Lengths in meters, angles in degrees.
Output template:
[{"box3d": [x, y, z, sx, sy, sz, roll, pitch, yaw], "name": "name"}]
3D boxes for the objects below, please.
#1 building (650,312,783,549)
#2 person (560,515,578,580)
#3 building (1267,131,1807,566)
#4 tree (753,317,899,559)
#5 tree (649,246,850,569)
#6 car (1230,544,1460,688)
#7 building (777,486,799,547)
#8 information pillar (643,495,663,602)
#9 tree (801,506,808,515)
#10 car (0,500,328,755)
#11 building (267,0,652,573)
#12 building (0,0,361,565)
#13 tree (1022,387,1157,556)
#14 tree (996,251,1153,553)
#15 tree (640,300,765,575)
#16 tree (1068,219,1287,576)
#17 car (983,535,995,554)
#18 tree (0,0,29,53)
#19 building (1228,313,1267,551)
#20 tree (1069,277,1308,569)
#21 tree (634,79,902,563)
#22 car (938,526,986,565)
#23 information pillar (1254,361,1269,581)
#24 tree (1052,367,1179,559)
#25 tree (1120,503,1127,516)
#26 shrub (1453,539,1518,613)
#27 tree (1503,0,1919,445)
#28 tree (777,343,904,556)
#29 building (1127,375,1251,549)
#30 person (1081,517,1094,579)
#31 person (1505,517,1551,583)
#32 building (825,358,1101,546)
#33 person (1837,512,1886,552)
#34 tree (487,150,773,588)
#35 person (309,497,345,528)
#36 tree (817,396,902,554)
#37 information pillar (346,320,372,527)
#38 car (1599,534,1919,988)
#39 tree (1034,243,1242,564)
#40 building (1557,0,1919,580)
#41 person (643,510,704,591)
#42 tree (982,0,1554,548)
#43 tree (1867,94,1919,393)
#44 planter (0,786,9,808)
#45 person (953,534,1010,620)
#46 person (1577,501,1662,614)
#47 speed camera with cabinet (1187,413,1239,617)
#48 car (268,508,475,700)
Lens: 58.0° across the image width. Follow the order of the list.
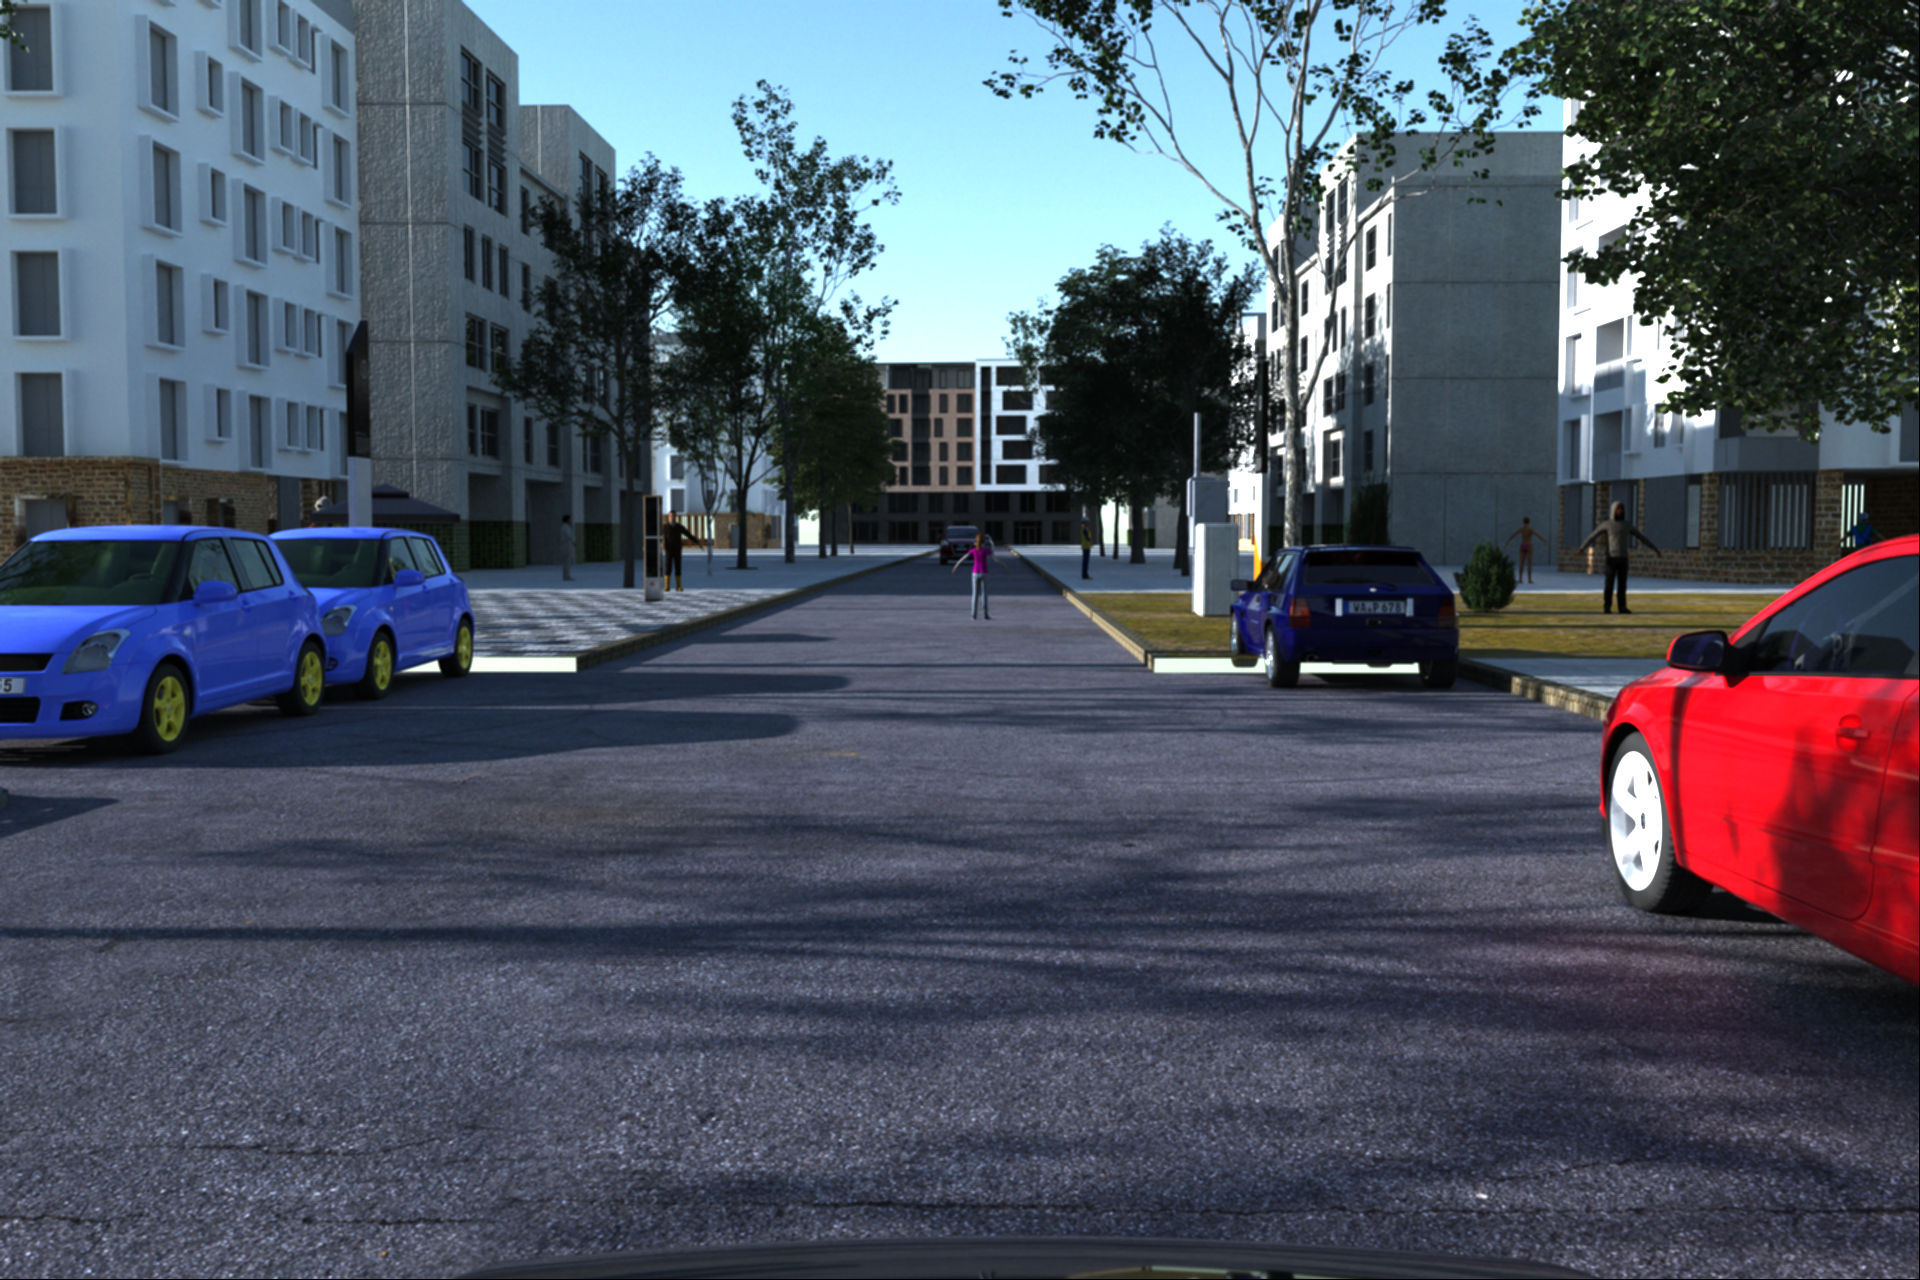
[{"box3d": [-21.773, -17.840, 148.111, 16.016, 20.090, 11.380, 0, 4, 2], "name": "building"}, {"box3d": [-10.864, -2.558, 48.012, 0.705, 1.806, 1.347, -2, 4, -25], "name": "person"}, {"box3d": [25.913, -13.359, 84.870, 16.747, 18.905, 31.486, 0, 4, 1], "name": "building"}, {"box3d": [-7.058, -10.523, 90.180, 7.486, 12.596, 7.792, 0, 3, 0], "name": "tree"}, {"box3d": [-7.889, -8.388, 62.905, 9.928, 11.665, 9.643, 0, 3, 0], "name": "tree"}, {"box3d": [3.778, -0.301, 17.501, 1.945, 1.354, 3.894, 0, 4, 1], "name": "car"}, {"box3d": [-21.429, -14.732, 183.016, 9.099, 9.664, 28.070, 0, 4, 0], "name": "building"}, {"box3d": [-5.843, -1.745, 33.026, 0.304, 2.012, 0.304, 0, 4, 3], "name": "information pillar"}, {"box3d": [-21.192, -16.774, 208.669, 7.601, 10.594, 8.767, 0, 4, 0], "name": "tree"}, {"box3d": [-5.955, -0.170, 12.375, 1.945, 1.707, 3.694, 0, 4, 1], "name": "car"}, {"box3d": [-24.439, -12.569, 71.968, 16.747, 18.905, 31.486, 0, 4, 2], "name": "building"}, {"box3d": [-24.395, -11.373, 42.361, 16.016, 20.090, 11.380, 0, 4, 2], "name": "building"}, {"box3d": [8.064, -10.087, 99.332, 8.767, 10.594, 7.601, -1, 4, -23], "name": "tree"}, {"box3d": [8.564, -16.026, 117.918, 12.611, 20.169, 13.585, 0, 3, 0], "name": "tree"}, {"box3d": [-7.719, -6.327, 53.802, 4.360, 8.622, 3.978, 0, 3, 0], "name": "tree"}, {"box3d": [6.578, -7.218, 52.431, 7.601, 10.594, 8.767, -2, 4, -31], "name": "tree"}, {"box3d": [1.256, -6.021, 110.444, 2.014, 1.417, 4.499, 0, 4, 0], "name": "car"}, {"box3d": [-11.999, -5.467, 15.136, 9.928, 11.665, 9.643, 0, 3, 0], "name": "tree"}, {"box3d": [27.755, -17.640, 144.838, 16.016, 20.090, 11.380, 0, 4, 1], "name": "building"}, {"box3d": [8.084, -7.870, 63.086, 8.767, 10.594, 7.601, -1, 4, -18], "name": "tree"}, {"box3d": [-8.560, -13.419, 75.287, 12.611, 20.169, 13.585, 0, 3, 0], "name": "tree"}, {"box3d": [0.094, -4.479, 81.910, 2.281, 1.827, 5.304, 0, 4, 1], "name": "car"}, {"box3d": [4.135, -1.982, 23.759, 0.183, 3.616, 0.504, 0, 4, -1], "name": "information pillar"}, {"box3d": [8.238, -9.396, 88.035, 7.601, 10.594, 8.767, -2, 4, -27], "name": "tree"}, {"box3d": [23.037, -16.909, 210.869, 7.601, 10.594, 8.767, 0, 4, 3], "name": "tree"}, {"box3d": [8.530, -1.038, 28.095, 1.383, 1.207, 1.383, 0, 3, 0], "name": "shrub"}, {"box3d": [9.850, -6.686, 15.973, 9.857, 13.997, 8.962, 0, 3, 0], "name": "tree"}, {"box3d": [-7.032, -11.230, 101.735, 7.486, 12.596, 7.792, 0, 3, 0], "name": "tree"}, {"box3d": [25.612, -18.277, 165.288, 16.747, 18.905, 31.486, 0, 4, 1], "name": "building"}, {"box3d": [3.646, -2.604, 49.047, 0.721, 1.772, 1.216, 0, 4, -3], "name": "person"}, {"box3d": [14.840, -2.355, 45.309, 1.217, 1.733, 0.721, 3, 4, 39], "name": "person"}, {"box3d": [1.001, -22.532, 214.832, 32.646, 21.610, 27.936, 0, 4, 6], "name": "building"}, {"box3d": [22.284, -2.238, 42.715, 0.704, 1.817, 1.347, -3, 5, -39], "name": "person"}, {"box3d": [-7.688, -6.546, 41.436, 8.767, 10.594, 7.601, 3, 5, 42], "name": "tree"}, {"box3d": [-9.814, -1.283, 26.753, 0.705, 1.858, 1.354, 2, 4, 30], "name": "person"}, {"box3d": [-7.313, -10.860, 111.981, 7.601, 10.594, 8.767, -2, 4, -32], "name": "tree"}, {"box3d": [-6.510, -1.679, 18.809, 0.183, 3.616, 0.504, 0, 4, 1], "name": "information pillar"}, {"box3d": [3.428, 0.230, 5.284, 2.155, 1.783, 4.494, 0, 4, 1], "name": "car"}, {"box3d": [7.633, -10.284, 74.805, 9.857, 13.997, 8.962, 0, 3, 0], "name": "tree"}, {"box3d": [25.302, -12.239, 56.531, 16.016, 20.090, 11.380, 0, 4, 1], "name": "building"}, {"box3d": [-6.426, -1.998, 38.803, 1.346, 1.812, 0.704, -1, 4, -13], "name": "person"}, {"box3d": [6.376, -11.098, 37.342, 12.611, 20.169, 13.585, 0, 3, 0], "name": "tree"}, {"box3d": [16.827, -4.793, 28.721, 4.737, 8.622, 4.395, 0, 3, 0], "name": "tree"}, {"box3d": [-6.008, 0.764, 8.643, 1.991, 0.319, 1.994, 0, 4, 1], "name": "planter"}, {"box3d": [0.354, -1.062, 29.080, 0.991, 1.433, 0.599, 1, 4, 12], "name": "person"}, {"box3d": [10.599, -1.333, 27.918, 1.348, 1.813, 0.705, 0, 3, 0], "name": "person"}, {"box3d": [4.044, -2.036, 27.629, 0.660, 3.252, 2.038, 0, 4, 1], "name": "speed camera with cabinet"}, {"box3d": [-5.811, -0.398, 16.103, 1.945, 1.707, 3.694, 0, 4, 1], "name": "car"}]
